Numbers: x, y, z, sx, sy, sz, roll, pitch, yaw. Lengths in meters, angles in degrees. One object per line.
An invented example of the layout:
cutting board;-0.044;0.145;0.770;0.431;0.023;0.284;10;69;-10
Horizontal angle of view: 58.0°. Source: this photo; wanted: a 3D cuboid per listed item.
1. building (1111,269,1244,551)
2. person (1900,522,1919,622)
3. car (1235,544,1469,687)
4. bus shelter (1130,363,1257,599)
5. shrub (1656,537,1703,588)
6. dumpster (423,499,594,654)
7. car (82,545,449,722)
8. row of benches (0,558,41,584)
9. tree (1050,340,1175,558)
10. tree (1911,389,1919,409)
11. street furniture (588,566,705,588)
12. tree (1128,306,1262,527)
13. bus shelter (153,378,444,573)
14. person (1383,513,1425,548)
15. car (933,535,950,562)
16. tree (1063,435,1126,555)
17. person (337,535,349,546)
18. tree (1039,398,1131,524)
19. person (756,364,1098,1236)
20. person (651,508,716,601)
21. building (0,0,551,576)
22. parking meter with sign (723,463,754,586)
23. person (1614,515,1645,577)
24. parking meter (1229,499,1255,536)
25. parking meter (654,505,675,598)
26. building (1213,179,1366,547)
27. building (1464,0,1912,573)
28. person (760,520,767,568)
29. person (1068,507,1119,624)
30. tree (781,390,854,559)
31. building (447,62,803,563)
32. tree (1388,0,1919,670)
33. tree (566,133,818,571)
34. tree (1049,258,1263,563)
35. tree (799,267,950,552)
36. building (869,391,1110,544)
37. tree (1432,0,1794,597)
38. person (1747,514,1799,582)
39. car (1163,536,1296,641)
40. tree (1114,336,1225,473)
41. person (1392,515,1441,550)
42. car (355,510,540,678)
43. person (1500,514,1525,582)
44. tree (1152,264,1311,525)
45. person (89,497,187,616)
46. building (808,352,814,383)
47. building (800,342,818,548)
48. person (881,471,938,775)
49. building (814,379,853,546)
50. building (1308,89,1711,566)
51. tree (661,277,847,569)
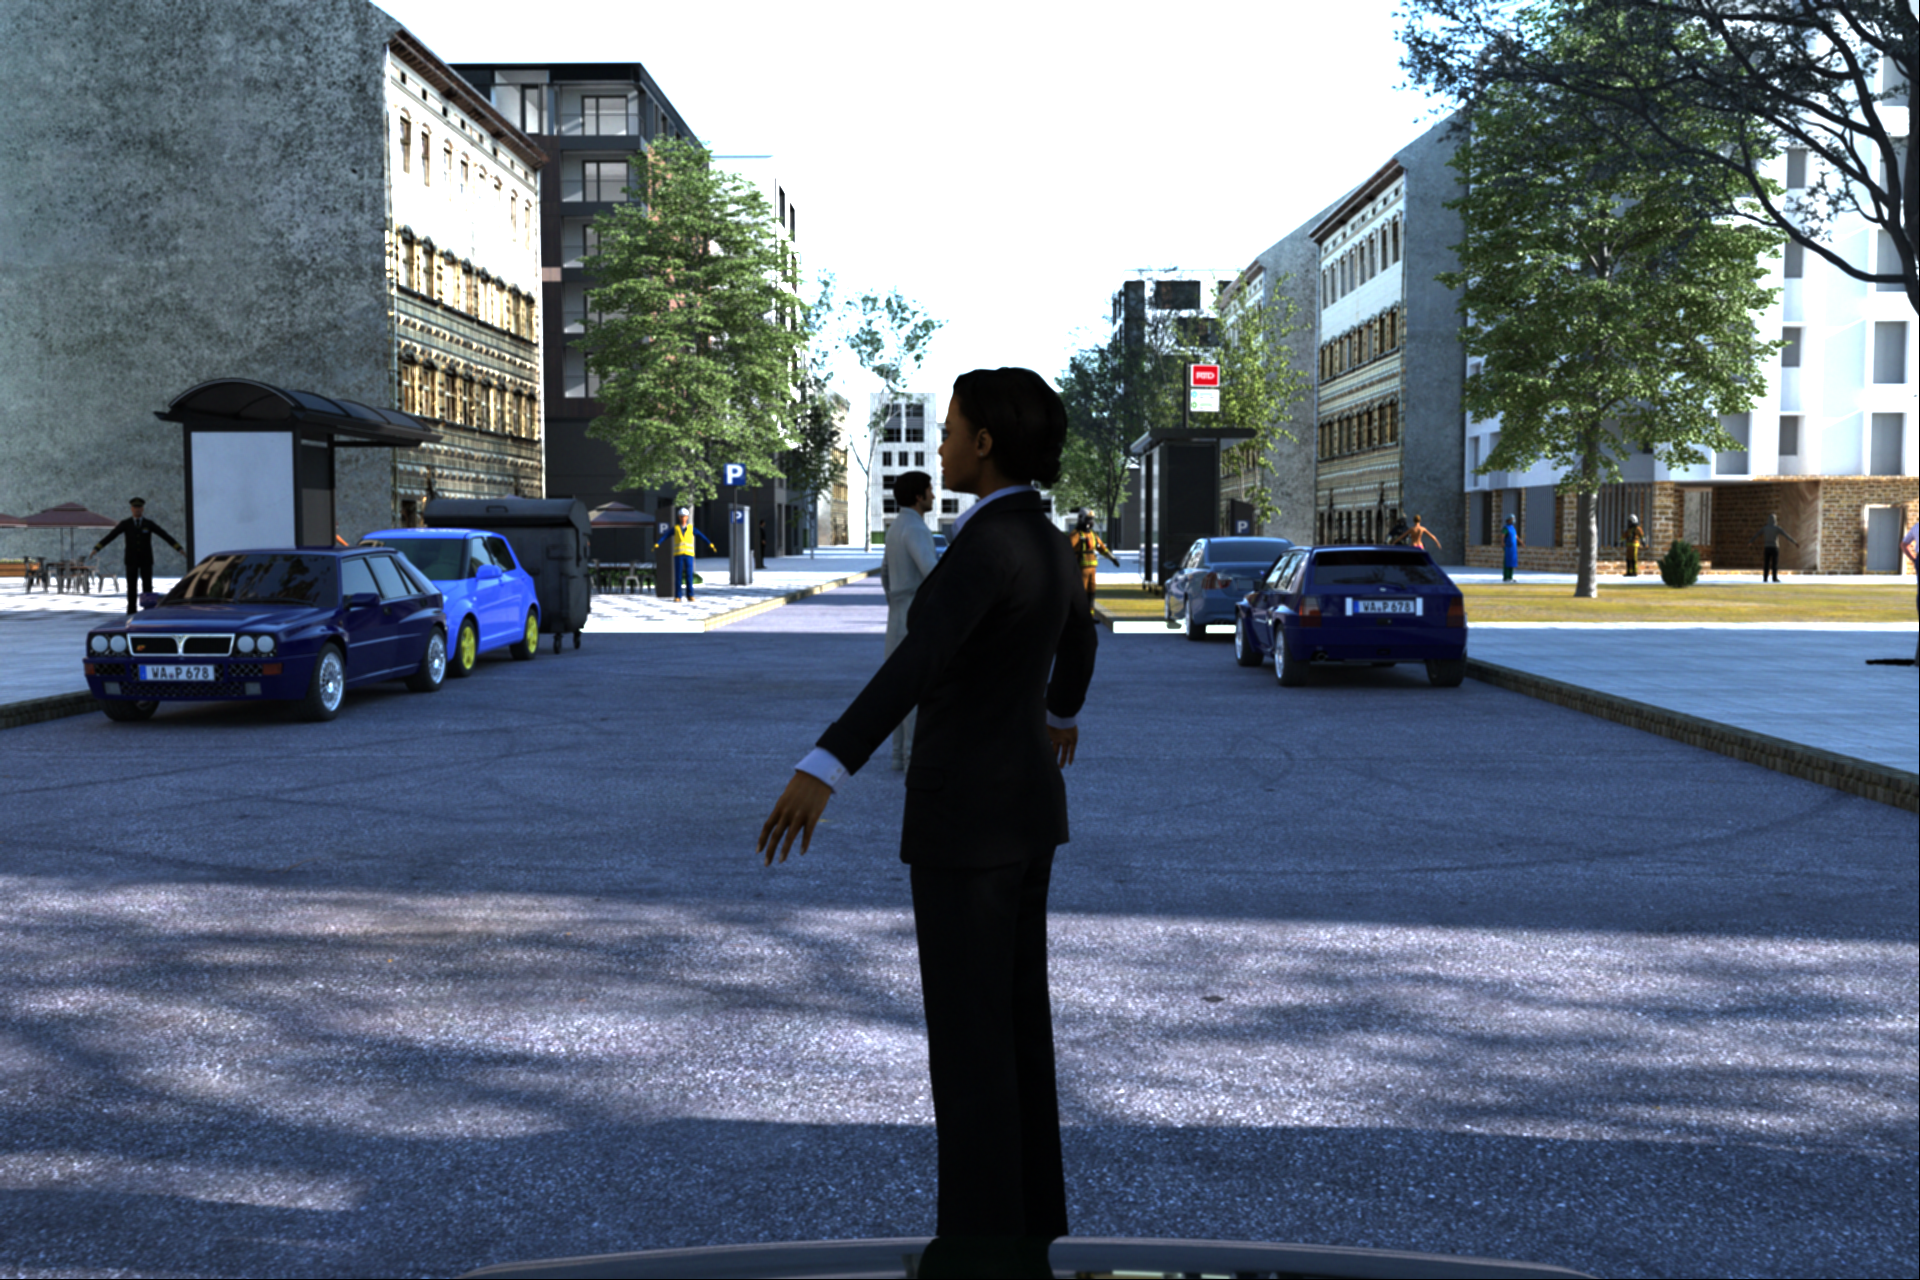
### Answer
building;26.835;-18.711;149.903;27.936;21.610;32.646;0;4;1
person;12.816;-0.968;22.807;0.436;1.711;0.756;-1;4;-16
car;3.868;-0.308;17.617;1.945;1.354;3.894;0;4;0
bus shelter;4.951;-3.713;38.339;2.179;5.291;8.768;0;4;2
shrub;17.048;-1.829;41.026;1.383;1.207;1.383;0;3;0
dumpster;-5.502;-0.790;21.125;1.865;1.857;1.264;0;4;2
car;-5.633;-0.116;14.473;1.945;1.354;3.894;0;4;1
row of benches;-25.655;-1.763;44.284;4.104;0.672;1.422;-1;4;-11
tree;8.049;-10.122;91.257;9.928;11.665;9.643;0;3;0
tree;28.288;-6.686;43.731;7.601;10.594;8.767;-1;4;-19
street furniture;-11.027;-1.809;45.207;5.734;0.657;10.072;-2;4;-32
tree;7.146;-6.489;56.457;4.360;8.622;3.978;0;3;0
bus shelter;-9.391;-1.917;25.273;2.014;3.302;5.546;0;4;1
person;12.329;-2.599;48.279;1.354;1.856;0.705;-1;4;-21
car;-1.225;-3.520;69.554;2.014;1.417;4.499;0;4;1
tree;8.694;-9.655;108.214;4.737;8.622;4.395;0;3;0
person;-10.628;-1.374;28.602;1.345;1.843;0.704;1;4;12
tree;8.709;-12.862;128.423;7.486;12.596;7.792;0;3;0
person;-0.012;0.362;3.254;0.721;1.740;1.216;2;4;25
person;-5.256;-1.621;32.965;1.216;1.772;0.721;-1;4;-11
building;-26.195;-14.053;60.690;19.493;23.208;18.063;0;4;0
parking meter with sign;-5.522;-2.891;43.521;0.543;3.016;1.738;0;4;1
person;20.169;-2.830;52.044;0.705;1.858;1.354;-1;4;-16
parking meter;4.652;-1.398;28.570;0.399;1.863;0.255;0;4;2
parking meter;-5.952;-1.784;34.885;0.399;1.863;0.255;0;4;1
building;26.030;-16.679;103.635;19.493;23.208;18.063;0;4;1
building;24.932;-12.838;66.327;16.016;20.090;11.380;0;4;1
person;-7.376;-3.577;64.669;0.705;1.806;1.347;0;4;-6
person;2.008;-1.181;27.528;1.354;1.858;0.705;-3;5;-43
tree;-7.567;-8.488;89.137;4.737;8.622;4.395;0;3;0
building;-24.035;-15.163;91.887;27.936;21.610;32.646;0;4;1
tree;9.504;-6.494;16.541;12.009;13.543;11.850;0;3;0
tree;-7.689;-8.068;50.032;7.486;12.596;7.792;0;3;0
tree;8.429;-10.205;77.217;12.009;13.543;11.850;0;3;0
tree;-7.384;-16.371;123.555;12.611;20.169;13.585;0;3;0
building;4.611;-21.558;221.388;31.486;18.905;16.747;0;4;0
tree;13.143;-7.160;35.197;7.486;12.596;7.792;0;3;0
person;21.774;-2.466;46.450;1.348;1.813;0.705;3;5;44
car;3.944;-0.769;24.580;2.014;1.417;4.499;0;4;1
tree;7.434;-6.982;64.522;4.360;8.622;3.978;0;3;0
person;10.953;-2.131;41.646;1.217;1.733;0.721;0;4;2
car;-5.714;-0.540;18.419;1.945;1.707;3.694;0;4;1
person;14.751;-2.463;46.399;0.704;1.817;1.347;3;5;41
tree;7.545;-5.877;46.456;4.737;8.622;4.395;0;3;0
person;-12.536;-1.254;26.441;1.347;1.837;0.705;-2;4;-25
building;-20.452;-19.131;169.205;16.016;20.090;11.380;0;4;1
building;-22.372;-17.314;149.546;16.747;18.905;31.486;0;4;1
person;-0.248;-0.107;10.399;0.705;1.806;1.347;-1;4;-20
building;-22.490;-22.104;192.329;19.493;23.208;18.063;0;4;2
building;27.117;-15.121;78.160;19.493;23.208;18.063;0;4;1
tree;-7.668;-7.865;63.007;7.601;10.594;8.767;-3;5;-41
